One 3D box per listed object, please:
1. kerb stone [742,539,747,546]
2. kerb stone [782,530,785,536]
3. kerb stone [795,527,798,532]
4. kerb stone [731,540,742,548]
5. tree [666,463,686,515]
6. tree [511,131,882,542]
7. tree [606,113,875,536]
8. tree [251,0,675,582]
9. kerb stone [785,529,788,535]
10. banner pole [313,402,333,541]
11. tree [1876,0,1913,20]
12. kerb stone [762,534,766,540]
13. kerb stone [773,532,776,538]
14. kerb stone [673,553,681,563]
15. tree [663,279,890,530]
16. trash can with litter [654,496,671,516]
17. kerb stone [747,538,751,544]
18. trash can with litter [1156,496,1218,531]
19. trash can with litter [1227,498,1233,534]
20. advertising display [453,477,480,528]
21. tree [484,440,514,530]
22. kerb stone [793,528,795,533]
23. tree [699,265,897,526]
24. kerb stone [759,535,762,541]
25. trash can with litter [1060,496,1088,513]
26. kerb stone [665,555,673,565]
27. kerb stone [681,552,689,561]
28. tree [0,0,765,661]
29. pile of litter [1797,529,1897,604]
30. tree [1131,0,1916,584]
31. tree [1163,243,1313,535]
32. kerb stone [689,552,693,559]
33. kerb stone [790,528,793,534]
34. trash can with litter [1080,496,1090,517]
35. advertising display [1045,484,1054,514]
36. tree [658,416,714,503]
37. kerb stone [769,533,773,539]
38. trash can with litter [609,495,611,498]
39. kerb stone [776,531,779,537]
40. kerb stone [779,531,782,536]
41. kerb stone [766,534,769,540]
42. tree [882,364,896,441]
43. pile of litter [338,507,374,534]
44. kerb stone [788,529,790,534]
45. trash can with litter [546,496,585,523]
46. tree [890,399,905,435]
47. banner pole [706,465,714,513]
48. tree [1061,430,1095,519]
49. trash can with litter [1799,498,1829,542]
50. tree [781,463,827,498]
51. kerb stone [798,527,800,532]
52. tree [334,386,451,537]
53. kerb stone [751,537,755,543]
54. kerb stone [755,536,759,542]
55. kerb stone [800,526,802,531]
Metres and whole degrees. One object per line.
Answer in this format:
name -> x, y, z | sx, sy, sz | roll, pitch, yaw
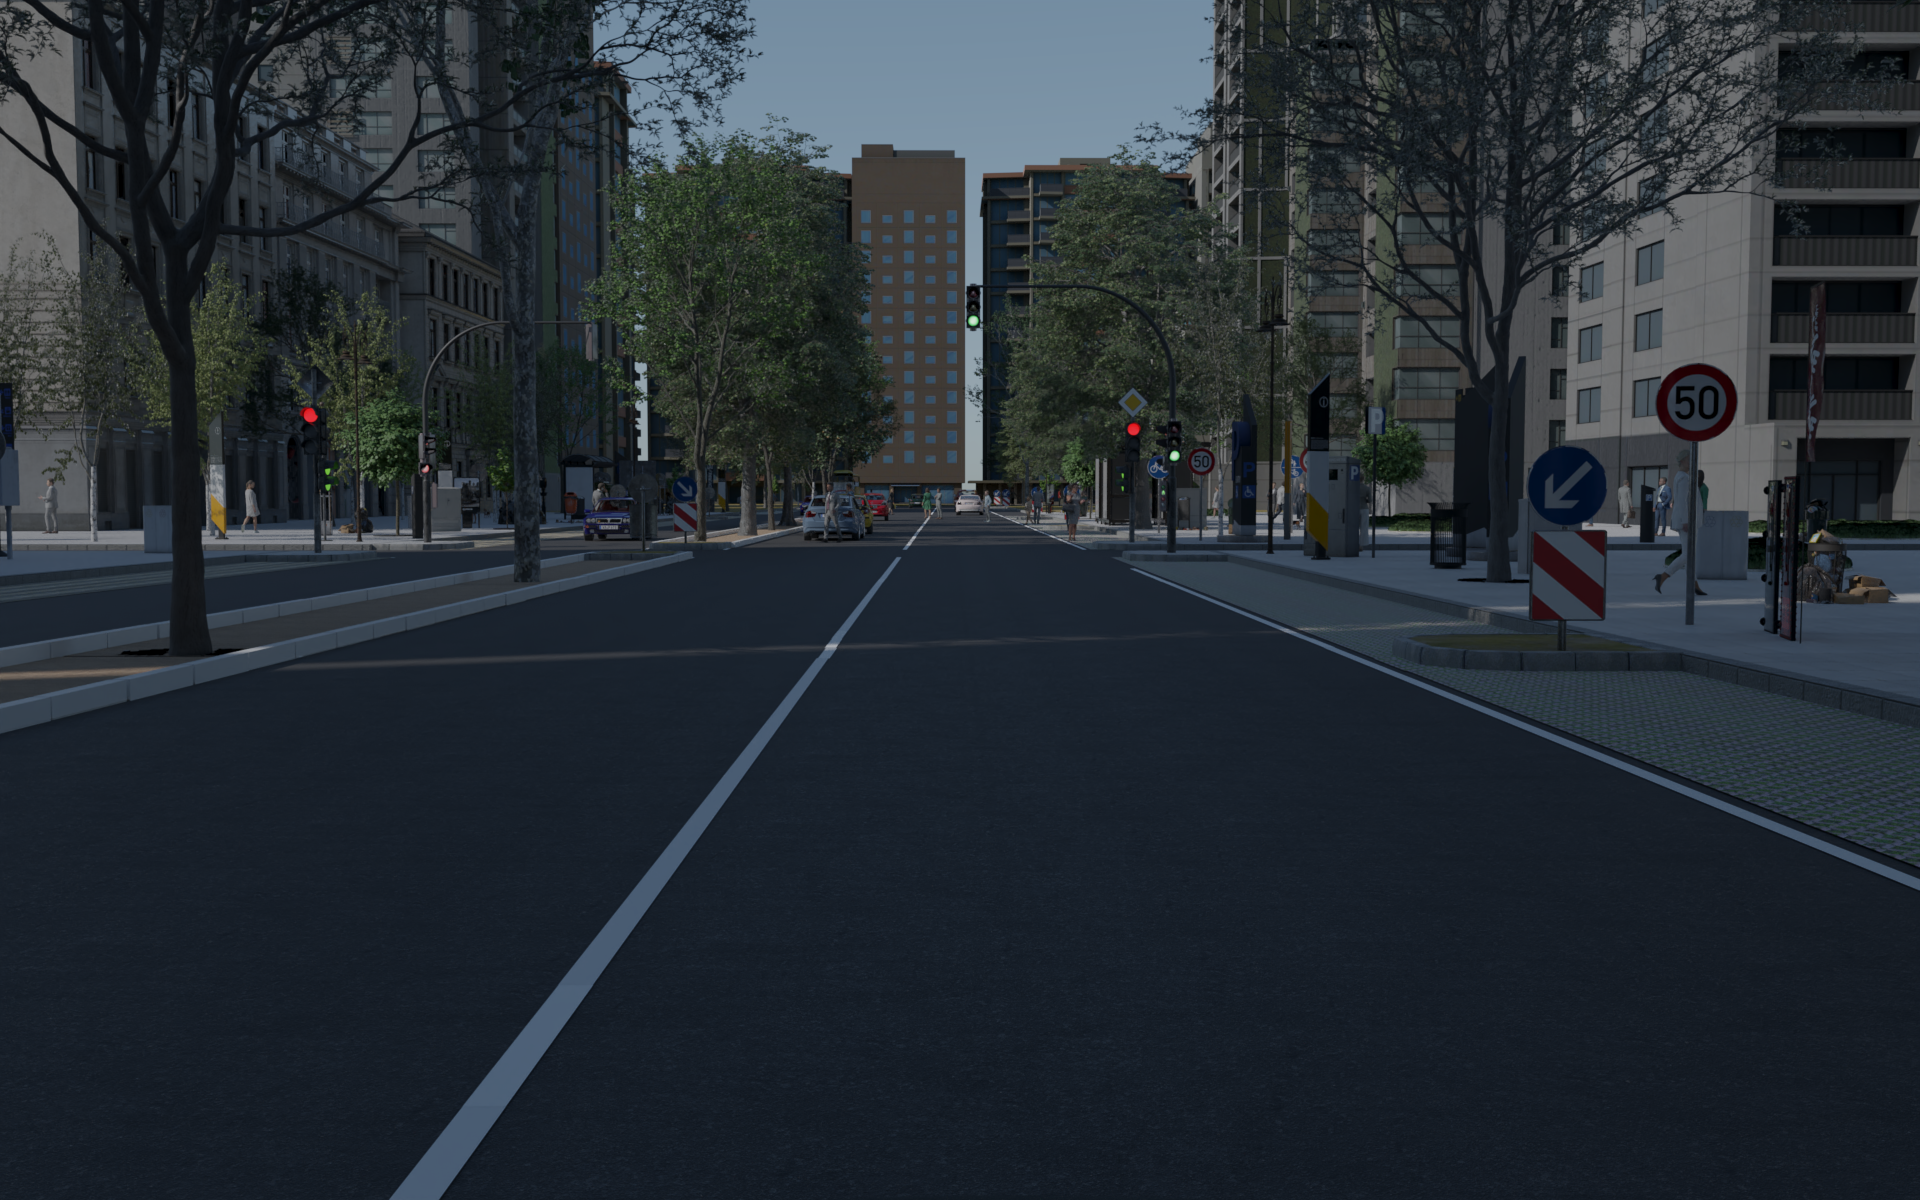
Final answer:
kerb stone -> -6.084, -1.570, 47.860 | 0.120, 0.150, 1.000 | 0, 4, 0
kerb stone -> -6.176, -2.257, 59.145 | 0.120, 0.150, 1.000 | 0, 4, 0
kerb stone -> -6.213, -2.568, 64.258 | 0.120, 0.150, 1.000 | 0, 4, 0
kerb stone -> -6.082, -1.501, 46.838 | 0.120, 0.150, 1.000 | 0, 4, 0
tree -> -17.747, -6.932, 107.940 | 1.663, 3.219, 1.824 | 0, 3, 0
tree -> -7.319, -7.392, 49.079 | 9.928, 11.665, 9.643 | 0, 3, 0
tree -> -7.276, -9.166, 58.982 | 9.857, 13.997, 8.962 | 0, 3, 0
tree -> -8.239, -10.396, 28.325 | 12.611, 20.169, 13.585 | 0, 3, 0
kerb stone -> -6.185, -2.322, 60.167 | 0.120, 0.150, 1.000 | 0, 4, 0
banner pole -> -17.330, -3.478, 46.883 | 0.401, 3.779, 0.863 | 0, 4, 5
tree -> 7.890, -5.445, 6.036 | 9.611, 12.733, 9.660 | 0, 3, 0
kerb stone -> -6.129, -1.883, 52.981 | 0.120, 0.150, 1.000 | 0, 4, 0
kerb stone -> -6.150, -2.072, 56.069 | 0.120, 0.150, 1.000 | 0, 4, 0
kerb stone -> -6.001, -0.838, 36.052 | 0.120, 0.150, 1.000 | 0, 4, 0
tree -> -7.353, -8.014, 67.897 | 8.767, 10.594, 7.601 | 0, 4, 0
trash can with litter -> -17.828, -5.637, 103.217 | 2.233, 1.210, 1.678 | -3, 5, -42
kerb stone -> -6.100, -1.632, 48.885 | 0.120, 0.150, 1.000 | 0, 4, 0
trash can with litter -> 8.141, -3.064, 61.156 | 1.678, 1.210, 2.233 | -3, 5, -43
trash can with litter -> 8.881, -2.700, 55.535 | 0.624, 1.170, 1.055 | 1, 4, 12
advertising display -> -18.568, -3.670, 65.224 | 0.974, 1.923, 0.123 | -1, 4, -15
tree -> -16.491, -4.161, 62.638 | 1.663, 3.219, 1.824 | 0, 3, 0
kerb stone -> -6.205, -2.510, 63.234 | 0.120, 0.150, 1.000 | 0, 4, 0
tree -> -7.723, -9.659, 77.397 | 9.611, 12.733, 9.660 | 0, 3, 0
kerb stone -> -6.123, -1.820, 51.951 | 0.120, 0.150, 1.000 | 0, 4, 0
trash can with litter -> 7.606, -6.460, 116.673 | 2.233, 1.210, 1.678 | 0, 4, -2
kerb stone -> -5.991, -0.782, 35.030 | 0.120, 0.150, 1.000 | 0, 4, 0
kerb stone -> -6.002, -0.909, 37.085 | 0.120, 0.150, 1.000 | 0, 4, 0
tree -> -6.812, -6.240, 14.851 | 12.009, 13.543, 11.850 | 0, 3, 0
pile of litter -> 10.683, -0.418, 20.799 | 1.719, 0.858, 1.176 | -2, 4, -31
tree -> 7.710, -7.003, 24.870 | 12.009, 13.543, 11.850 | 0, 3, 0
tree -> 8.018, -6.184, 51.474 | 4.360, 8.622, 3.978 | 0, 3, 0
kerb stone -> -6.017, -0.973, 38.107 | 0.120, 0.150, 1.000 | 0, 4, 0
kerb stone -> -6.199, -2.446, 62.212 | 0.120, 0.150, 1.000 | 0, 4, 0
trash can with litter -> 6.785, -5.209, 96.549 | 0.624, 1.170, 1.055 | 2, 4, 31
advertising display -> 5.865, -6.606, 113.222 | 0.123, 1.923, 0.974 | 2, 4, 32
tree -> -17.693, -10.086, 115.275 | 4.360, 8.622, 3.978 | 0, 3, 0
kerb stone -> -6.147, -2.009, 55.037 | 0.120, 0.150, 1.000 | 0, 4, 0
trash can with litter -> -18.895, -5.069, 93.943 | 1.678, 1.210, 2.233 | -1, 4, -12
kerb stone -> -6.166, -2.131, 57.095 | 0.120, 0.150, 1.000 | 0, 4, 0
kerb stone -> -6.161, -2.197, 58.122 | 0.120, 0.150, 1.000 | 0, 4, 0
kerb stone -> -6.143, -1.944, 54.010 | 0.120, 0.150, 1.000 | 0, 4, 0
tree -> -7.523, -10.615, 101.759 | 9.928, 11.665, 9.643 | 0, 3, 0
pile of litter -> -19.913, -2.624, 56.870 | 1.176, 0.858, 1.719 | 1, 4, 15
kerb stone -> -6.189, -2.376, 61.190 | 0.120, 0.150, 1.000 | 0, 4, 0
trash can with litter -> -17.391, -4.067, 77.559 | 2.233, 1.210, 1.678 | 1, 4, 9
tree -> -7.055, -9.453, 91.423 | 8.767, 10.594, 7.601 | 0, 4, 0
banner pole -> -17.320, -7.886, 118.957 | 0.863, 3.779, 0.401 | 0, 4, -1
tree -> 6.689, -6.419, 88.661 | 4.285, 4.588, 4.351 | 0, 3, 0
trash can with litter -> 22.646, -2.124, 46.109 | 0.624, 1.170, 1.055 | 0, 4, -2
tree -> -7.256, -8.110, 85.411 | 4.360, 8.622, 3.978 | 0, 3, 0
kerb stone -> -6.217, -2.635, 65.284 | 0.120, 0.150, 1.000 | 0, 4, 0
tree -> -17.247, -4.222, 52.741 | 4.285, 4.588, 4.351 | 0, 3, 0
kerb stone -> -6.109, -1.690, 49.907 | 0.120, 0.150, 1.000 | 0, 4, 0
kerb stone -> -6.110, -1.757, 50.929 | 0.120, 0.150, 1.000 | 0, 4, 0
kerb stone -> -6.235, -2.698, 66.306 | 0.120, 0.150, 1.000 | 0, 4, 0
